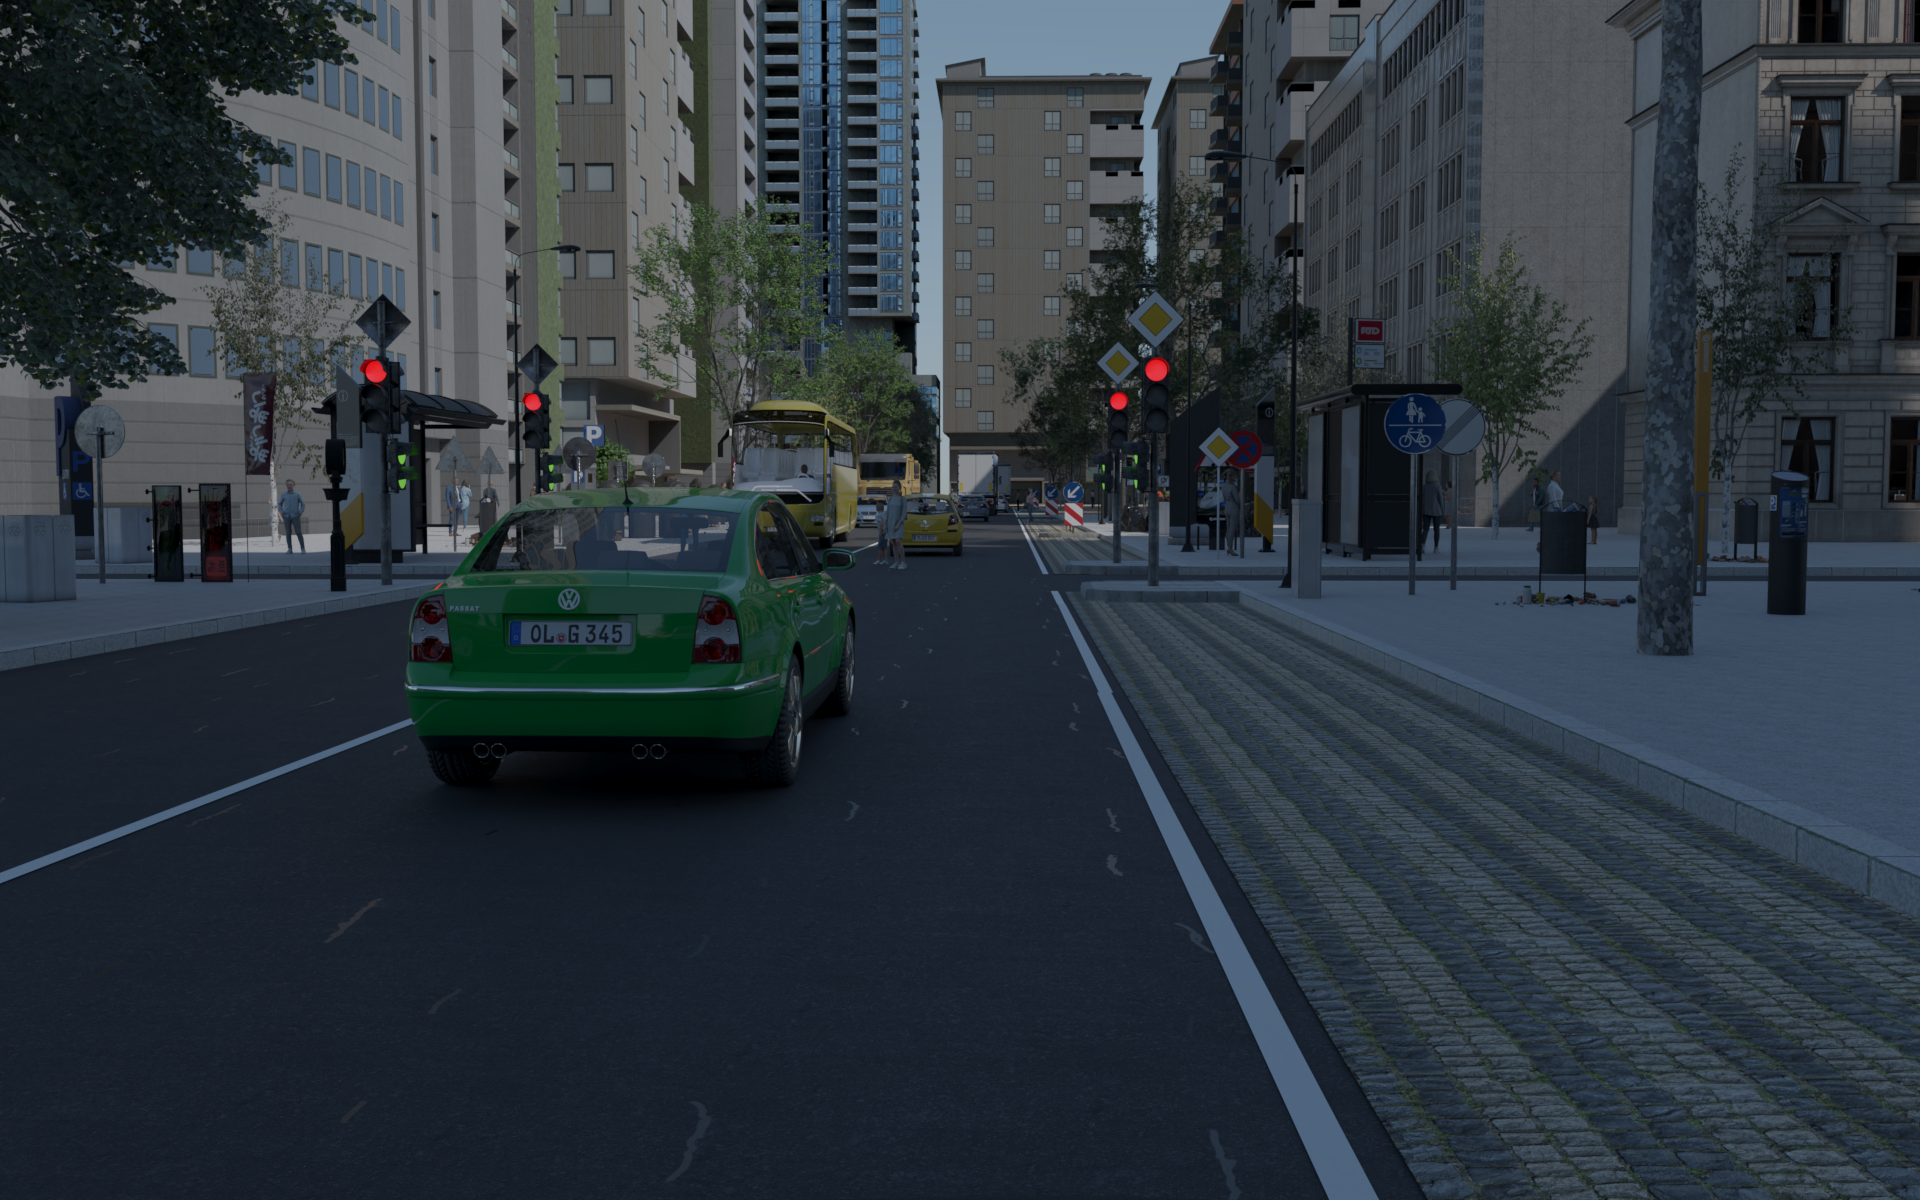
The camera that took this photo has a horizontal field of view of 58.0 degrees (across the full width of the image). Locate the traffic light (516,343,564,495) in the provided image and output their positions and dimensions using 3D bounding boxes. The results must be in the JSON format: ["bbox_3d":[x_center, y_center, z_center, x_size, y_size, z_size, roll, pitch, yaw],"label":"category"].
[{"bbox_3d":[-7.863,-2.654,32.318,0.839,4.253,0.868,0,4,2],"label":"traffic light"}]

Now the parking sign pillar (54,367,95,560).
[{"bbox_3d":[-17.484,-2.798,34.217,1.447,3.967,1.447,-3,4,-36],"label":"parking sign pillar"}]

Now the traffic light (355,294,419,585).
[{"bbox_3d":[-8.076,-2.166,24.336,0.839,4.253,0.868,0,4,2],"label":"traffic light"}]

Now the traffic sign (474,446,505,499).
[{"bbox_3d":[-12.682,-2.855,46.684,0.884,2.594,0.081,1,4,8],"label":"traffic sign"}]

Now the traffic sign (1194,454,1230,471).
[{"bbox_3d":[5.890,-2.466,40.323,0.884,2.594,0.081,0,4,7],"label":"traffic sign"}]

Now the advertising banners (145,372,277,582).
[{"bbox_3d":[-10.831,-1.768,25.100,2.074,3.025,0.090,1,4,8],"label":"advertising banners"}]

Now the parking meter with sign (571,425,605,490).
[{"bbox_3d":[-9.328,-2.846,42.795,0.543,3.016,1.738,1,4,10],"label":"parking meter with sign"}]

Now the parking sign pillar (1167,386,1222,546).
[{"bbox_3d":[5.970,-3.378,43.697,1.447,3.967,1.447,2,4,26],"label":"parking sign pillar"}]

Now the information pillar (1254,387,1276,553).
[{"bbox_3d":[6.688,-2.853,37.995,0.504,3.616,0.183,-2,4,-28],"label":"information pillar"}]

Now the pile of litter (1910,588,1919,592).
[{"bbox_3d":[13.113,-0.515,22.390,1.176,0.858,1.719,0,4,4],"label":"pile of litter"}]

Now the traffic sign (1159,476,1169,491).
[{"bbox_3d":[11.439,-5.824,97.350,0.606,2.300,0.079,0,4,2],"label":"traffic sign"}]

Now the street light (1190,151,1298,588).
[{"bbox_3d":[4.004,-3.122,23.587,1.470,5.913,1.316,0,4,2],"label":"street light"}]

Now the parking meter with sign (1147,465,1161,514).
[{"bbox_3d":[11.532,-6.553,103.399,0.543,3.016,1.738,0,4,-6],"label":"parking meter with sign"}]

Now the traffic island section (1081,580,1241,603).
[{"bbox_3d":[2.722,-0.116,24.179,2.009,0.180,2.903,0,4,2],"label":"traffic island section"}]

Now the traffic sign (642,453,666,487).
[{"bbox_3d":[-9.546,-3.294,53.964,0.768,2.556,0.104,1,4,10],"label":"traffic sign"}]

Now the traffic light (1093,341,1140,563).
[{"bbox_3d":[2.895,-2.638,32.048,0.839,4.253,0.868,0,4,2],"label":"traffic light"}]

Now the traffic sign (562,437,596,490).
[{"bbox_3d":[-8.493,-2.354,38.600,0.768,2.556,0.104,0,4,8],"label":"traffic sign"}]

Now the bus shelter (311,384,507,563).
[{"bbox_3d":[-10.817,-2.485,34.553,2.014,3.302,5.546,0,4,2],"label":"bus shelter"}]

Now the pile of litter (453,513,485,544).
[{"bbox_3d":[-12.148,-1.873,44.581,1.719,0.858,1.176,1,4,16],"label":"pile of litter"}]

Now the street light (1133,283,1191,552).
[{"bbox_3d":[4.516,-4.019,38.245,1.470,5.913,1.316,0,4,2],"label":"street light"}]

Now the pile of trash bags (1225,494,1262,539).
[{"bbox_3d":[8.055,-2.548,51.409,1.912,1.369,3.447,0,4,5],"label":"pile of trash bags"}]

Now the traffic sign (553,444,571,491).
[{"bbox_3d":[-10.484,-2.771,45.302,0.884,2.594,0.081,0,4,4],"label":"traffic sign"}]

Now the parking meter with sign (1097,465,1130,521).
[{"bbox_3d":[7.469,-5.303,82.961,1.738,3.016,0.543,0,4,-4],"label":"parking meter with sign"}]

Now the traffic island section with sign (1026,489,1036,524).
[{"bbox_3d":[4.331,-4.627,84.278,1.989,1.847,2.006,0,4,2],"label":"traffic island section with sign"}]

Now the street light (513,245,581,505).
[{"bbox_3d":[-7.758,-3.662,32.418,1.470,5.913,1.316,0,4,2],"label":"street light"}]

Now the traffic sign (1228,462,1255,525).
[{"bbox_3d":[6.619,-2.490,40.711,0.884,2.594,0.081,0,4,4],"label":"traffic sign"}]

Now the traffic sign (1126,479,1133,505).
[{"bbox_3d":[7.759,-4.789,80.438,0.606,2.300,0.079,1,4,8],"label":"traffic sign"}]

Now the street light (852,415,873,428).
[{"bbox_3d":[-5.795,-7.917,101.980,1.470,5.913,1.316,0,4,2],"label":"street light"}]

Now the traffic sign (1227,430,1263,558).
[{"bbox_3d":[5.632,-2.103,34.482,0.768,2.556,0.104,1,4,10],"label":"traffic sign"}]

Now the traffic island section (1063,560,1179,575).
[{"bbox_3d":[2.935,-0.604,32.161,2.009,0.180,2.903,0,4,2],"label":"traffic island section"}]

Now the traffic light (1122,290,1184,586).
[{"bbox_3d":[2.682,-2.150,24.066,0.839,4.253,0.868,0,4,2],"label":"traffic light"}]

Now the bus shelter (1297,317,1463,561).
[{"bbox_3d":[8.585,-3.641,37.157,2.179,5.291,8.768,0,4,1],"label":"bus shelter"}]

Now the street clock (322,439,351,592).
[{"bbox_3d":[-8.206,-1.116,22.815,0.358,2.002,0.471,-1,4,-15],"label":"street clock"}]

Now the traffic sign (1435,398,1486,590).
[{"bbox_3d":[6.606,-1.407,23.115,0.768,2.556,0.104,0,4,2],"label":"traffic sign"}]

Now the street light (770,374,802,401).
[{"bbox_3d":[-6.821,-5.799,67.361,1.470,5.913,1.316,0,4,2],"label":"street light"}]

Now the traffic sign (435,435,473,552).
[{"bbox_3d":[-11.217,-2.349,38.408,0.884,2.594,0.081,0,4,8],"label":"traffic sign"}]

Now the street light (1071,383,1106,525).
[{"bbox_3d":[5.443,-6.134,72.829,1.470,5.913,1.316,0,4,2],"label":"street light"}]

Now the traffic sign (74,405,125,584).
[{"bbox_3d":[-12.301,-1.509,24.770,0.768,2.556,0.104,0,4,6],"label":"traffic sign"}]

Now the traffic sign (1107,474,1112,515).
[{"bbox_3d":[8.885,-6.379,104.395,0.768,2.556,0.104,0,4,6],"label":"traffic sign"}]

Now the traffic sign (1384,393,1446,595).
[{"bbox_3d":[5.754,-1.337,21.970,0.768,2.556,0.104,0,4,7],"label":"traffic sign"}]

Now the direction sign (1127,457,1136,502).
[{"bbox_3d":[10.643,-6.973,106.003,0.876,3.537,0.379,-1,4,-11],"label":"direction sign"}]

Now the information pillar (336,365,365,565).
[{"bbox_3d":[-11.085,-2.453,31.465,0.504,3.616,0.183,1,4,16],"label":"information pillar"}]

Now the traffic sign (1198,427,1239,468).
[{"bbox_3d":[5.088,-2.094,33.970,0.795,2.593,0.064,0,4,7],"label":"traffic sign"}]

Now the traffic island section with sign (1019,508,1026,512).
[{"bbox_3d":[5.683,-7.708,134.648,1.989,1.847,2.006,0,4,2],"label":"traffic island section with sign"}]

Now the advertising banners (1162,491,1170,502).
[{"bbox_3d":[9.378,-4.628,71.858,2.074,3.025,0.090,0,4,6],"label":"advertising banners"}]

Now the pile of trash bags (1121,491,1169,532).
[{"bbox_3d":[6.443,-2.983,58.529,1.912,1.369,3.447,0,4,-3],"label":"pile of trash bags"}]

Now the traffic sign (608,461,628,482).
[{"bbox_3d":[-10.506,-3.124,53.203,0.606,2.300,0.079,0,4,3],"label":"traffic sign"}]
